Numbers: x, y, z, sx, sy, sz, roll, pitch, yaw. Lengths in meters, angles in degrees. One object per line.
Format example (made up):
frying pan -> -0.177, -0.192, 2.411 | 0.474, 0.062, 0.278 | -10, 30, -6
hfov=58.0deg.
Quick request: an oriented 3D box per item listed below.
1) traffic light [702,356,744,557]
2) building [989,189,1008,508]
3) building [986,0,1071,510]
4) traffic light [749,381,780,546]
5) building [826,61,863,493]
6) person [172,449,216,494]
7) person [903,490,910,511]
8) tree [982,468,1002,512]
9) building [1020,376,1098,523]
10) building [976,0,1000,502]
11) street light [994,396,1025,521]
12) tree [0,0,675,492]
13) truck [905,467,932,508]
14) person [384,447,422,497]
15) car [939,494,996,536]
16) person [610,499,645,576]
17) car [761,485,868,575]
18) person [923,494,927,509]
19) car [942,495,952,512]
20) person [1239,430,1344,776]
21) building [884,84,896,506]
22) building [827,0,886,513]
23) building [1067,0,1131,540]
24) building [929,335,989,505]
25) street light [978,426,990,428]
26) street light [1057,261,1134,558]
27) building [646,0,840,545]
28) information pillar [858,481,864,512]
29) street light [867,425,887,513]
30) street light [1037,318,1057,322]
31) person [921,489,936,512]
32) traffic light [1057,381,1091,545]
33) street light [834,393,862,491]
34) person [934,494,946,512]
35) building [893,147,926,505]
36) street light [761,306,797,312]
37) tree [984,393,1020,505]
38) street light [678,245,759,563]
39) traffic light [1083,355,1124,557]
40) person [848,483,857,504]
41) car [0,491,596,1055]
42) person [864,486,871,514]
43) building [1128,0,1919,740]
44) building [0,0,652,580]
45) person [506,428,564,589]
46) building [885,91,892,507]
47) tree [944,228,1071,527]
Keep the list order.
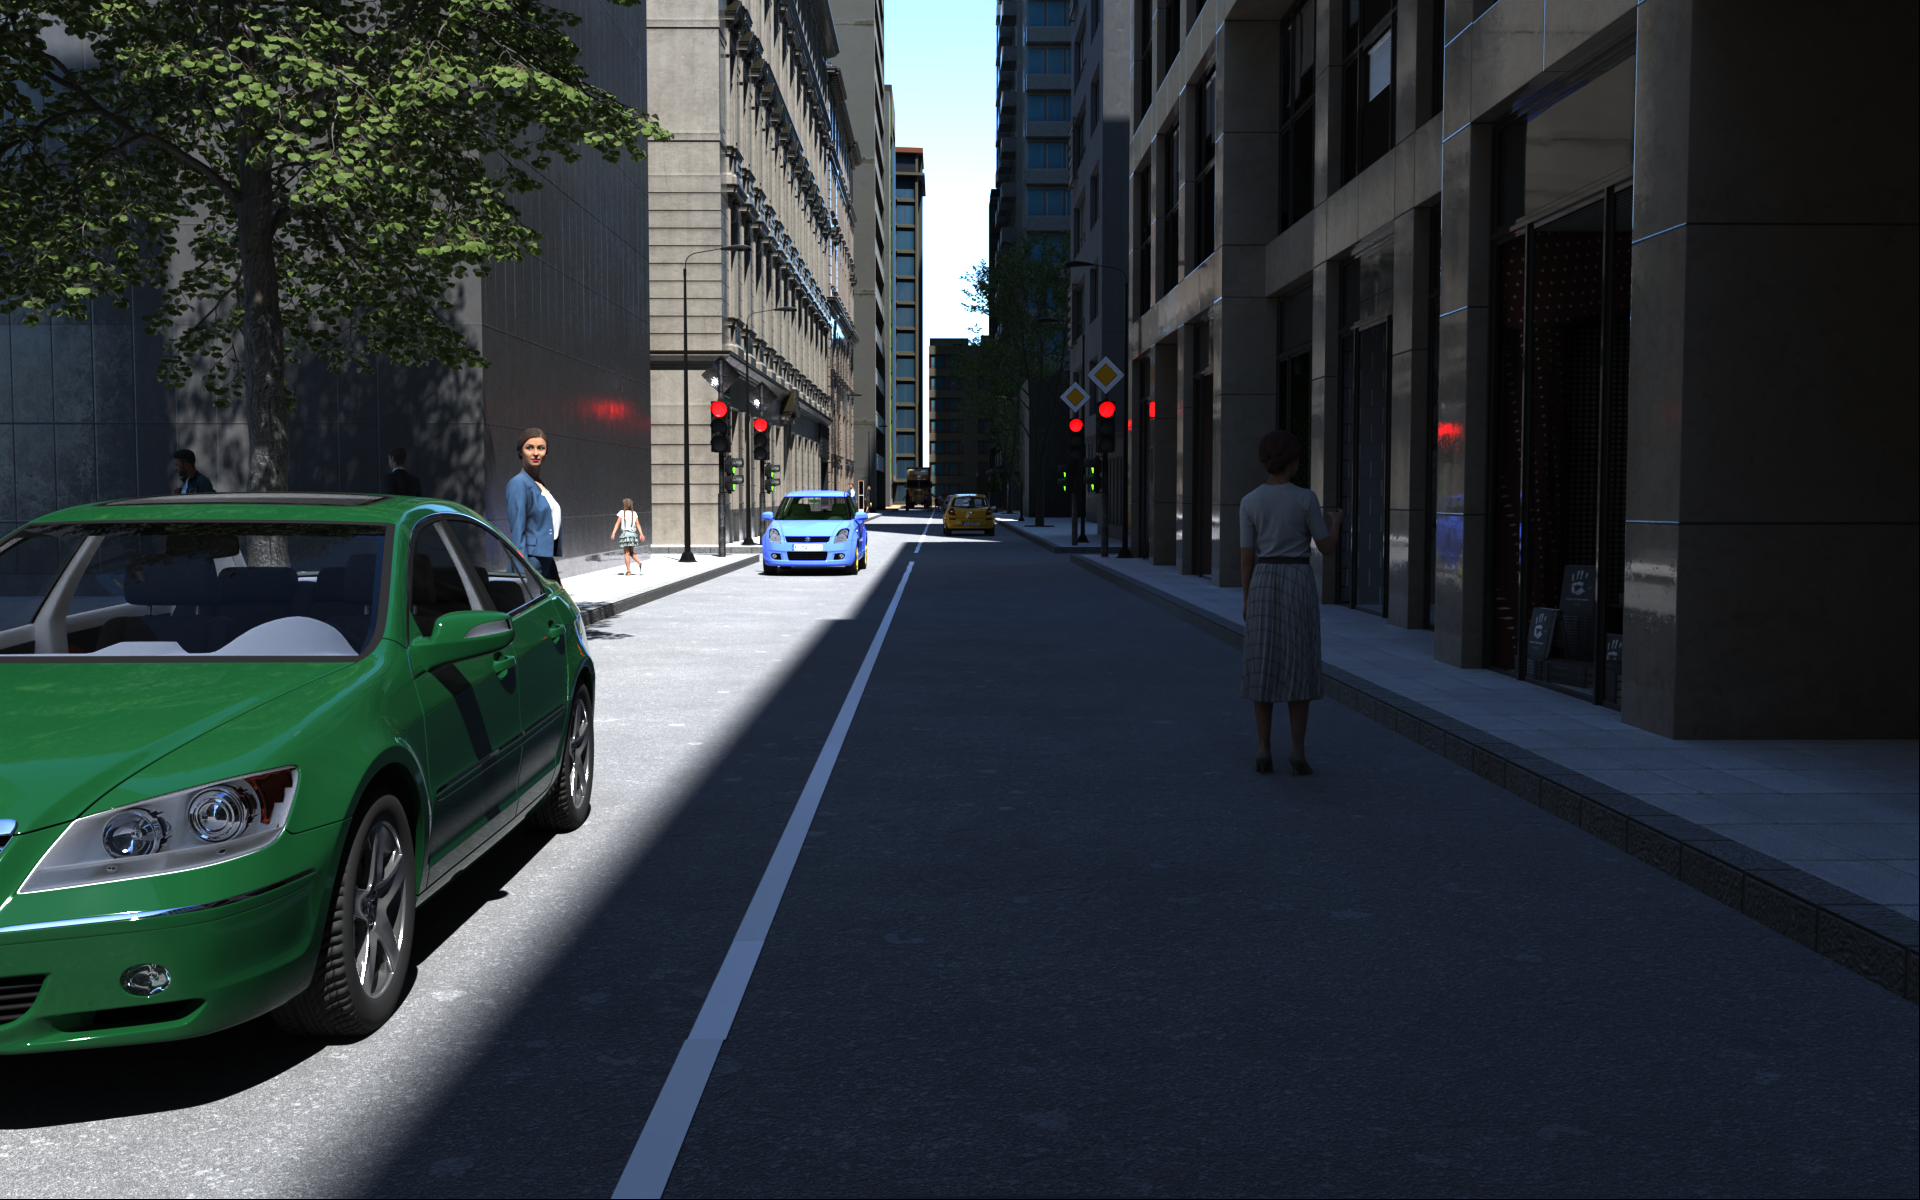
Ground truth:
traffic light -> -4.825, -2.827, 35.146 | 0.839, 4.253, 0.868 | 0, 4, -1
building -> 9.716, -24.134, 166.299 | 14.160, 30.474, 14.107 | 0, 4, -1
building -> 14.262, -32.032, 143.326 | 23.786, 49.044, 30.456 | 0, 4, -1
traffic light -> -4.910, -3.316, 43.131 | 0.839, 4.253, 0.868 | 0, 4, -1
building -> -12.309, -18.436, 98.686 | 12.463, 27.353, 25.104 | 0, 4, -1
person -> -8.540, -0.793, 19.348 | 0.623, 1.781, 0.721 | 2, 4, 28
person -> -4.555, -8.552, 148.346 | 0.705, 1.822, 1.348 | 1, 4, 20
tree -> 2.691, -8.140, 127.684 | 1.663, 3.219, 1.824 | 0, 3, 0
building -> 14.987, -47.388, 87.460 | 22.319, 86.520, 31.000 | 0, 4, -1
building -> 12.132, -45.514, 182.410 | 20.563, 71.187, 20.611 | 0, 4, -1
street light -> 2.372, -6.693, 81.972 | 1.470, 5.913, 1.316 | 0, 4, -1
tree -> -5.974, -5.875, 14.181 | 7.486, 12.596, 7.792 | 0, 3, 0
truck -> -4.331, -11.825, 182.246 | 2.839, 4.237, 11.283 | 0, 4, -1
person -> -6.817, -0.923, 20.916 | 0.755, 1.850, 0.659 | 2, 4, 32
car -> 0.286, -3.078, 60.544 | 2.015, 1.641, 3.980 | 0, 4, -2
person -> -5.202, -0.981, 27.105 | 0.505, 1.210, 0.382 | -3, 4, -37
car -> -2.634, -1.362, 31.855 | 1.945, 1.707, 3.694 | 0, 4, 0
person -> -3.295, -9.250, 162.921 | 0.628, 1.438, 0.799 | -2, 4, -26
car -> -0.282, -7.084, 128.179 | 2.083, 1.381, 4.827 | 0, 4, -1
person -> 1.698, 0.010, 8.905 | 0.480, 1.755, 0.524 | 2, 4, 25
building -> -14.191, -32.803, 186.433 | 14.200, 45.320, 14.600 | 0, 4, -1
building -> -16.566, -30.862, 128.297 | 21.300, 48.544, 21.600 | 0, 4, -1
building -> 10.455, -22.258, 47.521 | 14.086, 41.232, 14.154 | 0, 4, -1
building -> 10.681, -22.678, 215.830 | 28.899, 21.520, 27.650 | 0, 4, -1
street light -> 1.924, -8.906, 118.146 | 1.470, 5.913, 1.316 | 0, 4, -1
street light -> 2.774, -3.797, 34.624 | 1.470, 5.913, 1.316 | 0, 4, -1
building -> -14.065, -17.591, 64.035 | 17.030, 29.872, 44.131 | 0, 4, -1
information pillar -> -5.420, -5.533, 94.951 | 0.304, 2.012, 0.304 | 0, 4, -4
street light -> -5.600, -8.829, 116.902 | 1.470, 5.913, 1.316 | 0, 4, -1
street light -> 2.716, -4.480, 45.797 | 1.470, 5.913, 1.316 | 0, 4, -1
person -> -2.485, -8.151, 141.776 | 1.348, 1.824, 0.705 | 0, 4, -1
traffic light -> 2.850, -3.322, 43.230 | 0.839, 4.253, 0.868 | 0, 4, -1
street light -> -5.230, -6.573, 80.011 | 1.470, 5.913, 1.316 | 0, 4, -1
person -> -1.612, -7.658, 136.896 | 0.799, 1.438, 0.628 | -2, 4, -31
building -> -18.666, -34.077, 211.783 | 28.867, 44.769, 22.147 | 0, 4, -1
street light -> -4.735, -4.311, 43.024 | 1.470, 5.913, 1.316 | 0, 4, -1
tree -> 3.621, -10.508, 122.164 | 4.737, 8.622, 4.395 | 0, 3, 0
street light -> -4.580, -3.660, 32.387 | 1.470, 5.913, 1.316 | 0, 4, -1
traffic light -> 2.936, -2.833, 35.245 | 0.839, 4.253, 0.868 | 0, 4, -1
person -> -5.453, -4.961, 87.174 | 0.581, 1.822, 0.654 | 0, 4, -5
car -> -2.489, 0.351, 6.060 | 2.131, 1.459, 4.920 | 0, 4, -2
person -> -6.239, -6.555, 113.427 | 0.699, 1.804, 1.509 | 3, 4, 36
building -> 13.219, -13.052, 17.914 | 19.350, 26.468, 34.151 | 0, 4, -1
building -> -20.925, -12.769, 27.844 | 30.058, 24.678, 14.314 | 0, 4, -1
person -> -2.586, -0.109, 10.314 | 0.654, 1.822, 0.581 | 1, 4, 22
building -> -14.014, -29.782, 170.525 | 14.154, 41.232, 14.086 | 0, 4, -1
tree -> 3.152, -8.678, 67.640 | 9.928, 11.665, 9.643 | 0, 3, 0
